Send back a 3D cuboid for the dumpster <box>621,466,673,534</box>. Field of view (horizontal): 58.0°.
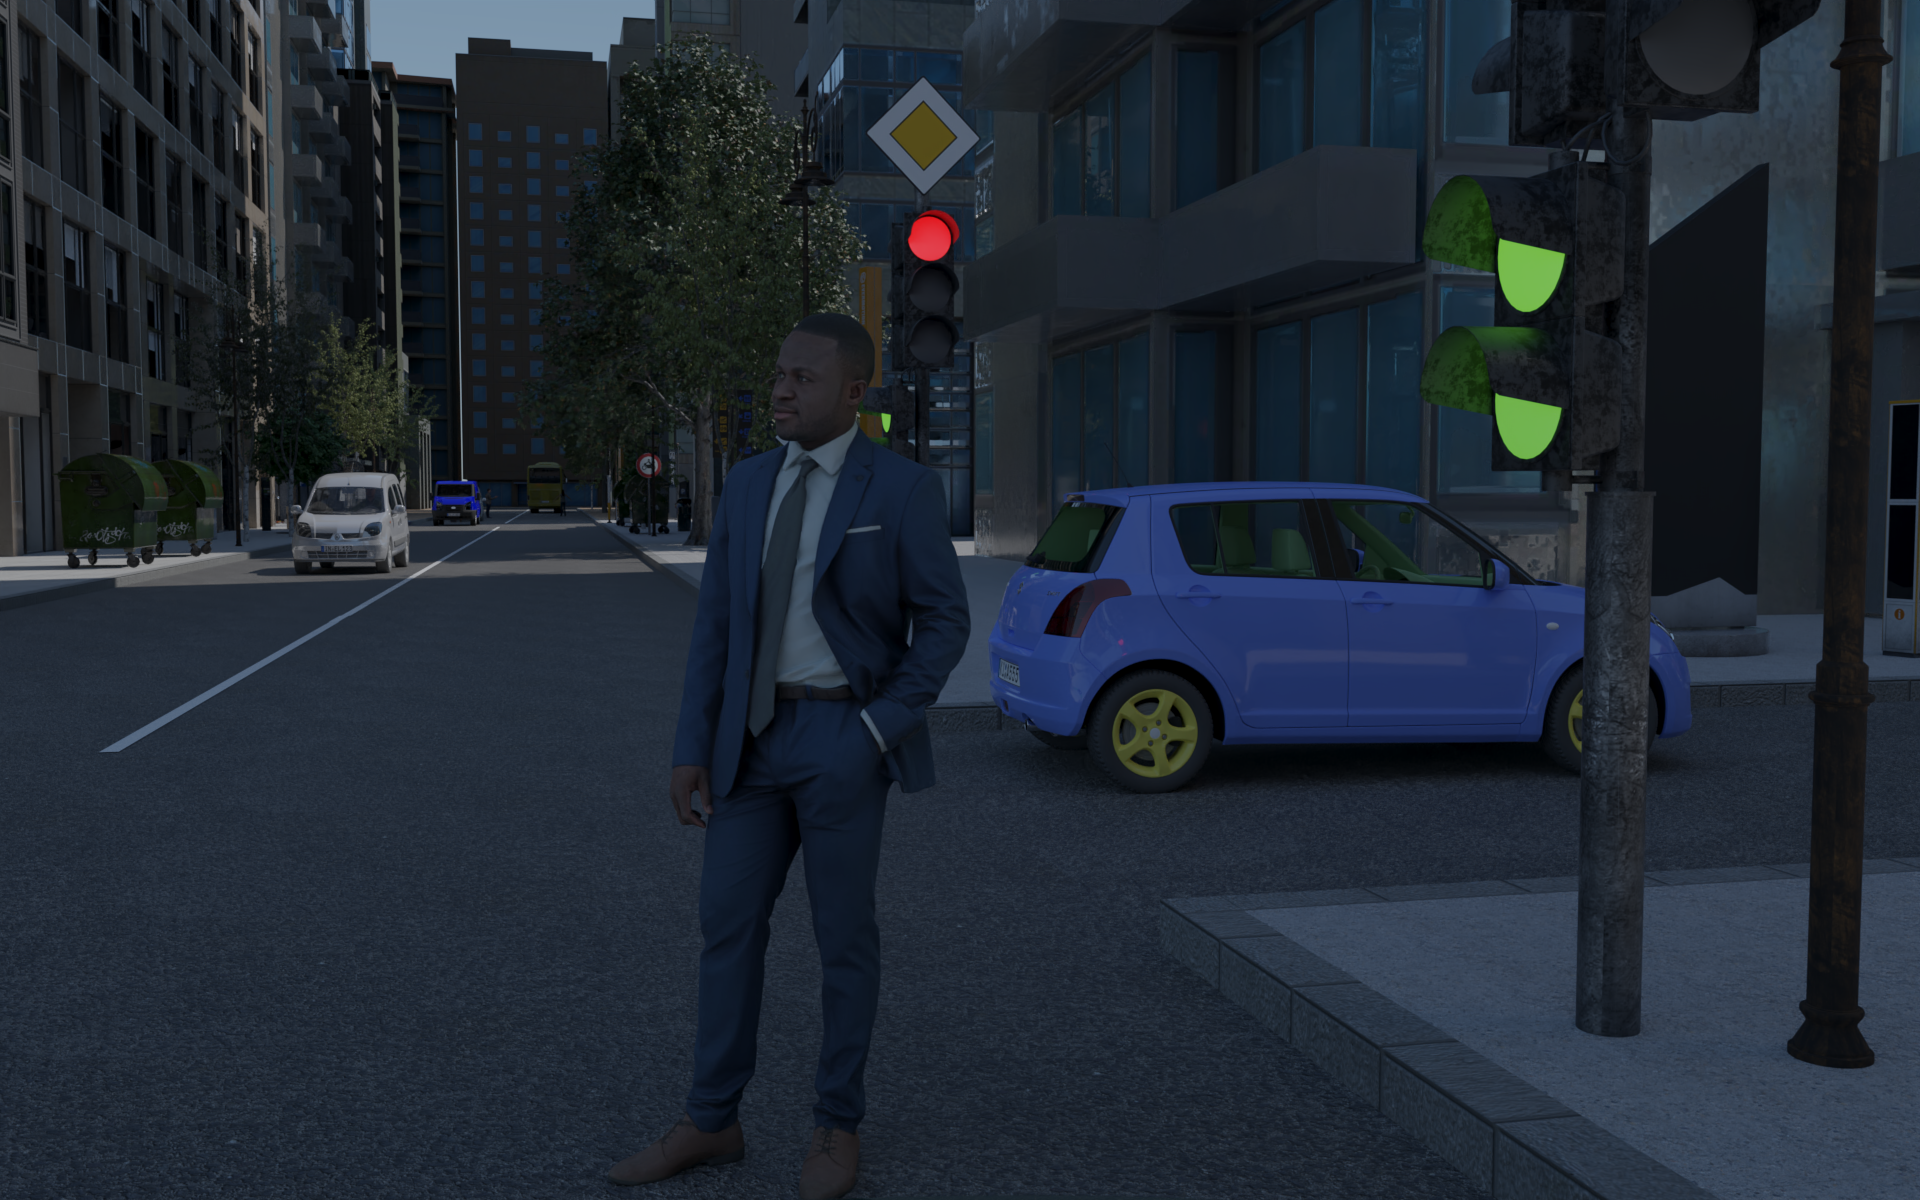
[{"bbox_3d":[-10.087,-3.276,56.057,1.502,2.255,1.985,-1,4,-13],"label":"dumpster"}]

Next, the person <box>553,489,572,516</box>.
[{"bbox_3d":[-25.668,-6.281,111.907,1.217,1.735,0.721,-2,4,-25],"label":"person"}]

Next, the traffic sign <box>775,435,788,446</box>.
[{"bbox_3d":[-2.077,-1.346,23.199,0.795,2.450,0.064,0,4,-6],"label":"traffic sign"}]

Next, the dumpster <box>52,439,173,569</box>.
[{"bbox_3d":[-15.016,-1.721,30.635,1.502,2.255,1.985,-1,4,-13],"label":"dumpster"}]

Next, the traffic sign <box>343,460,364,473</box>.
[{"bbox_3d":[-22.982,-4.012,65.695,0.768,2.556,0.104,-1,4,-10],"label":"traffic sign"}]

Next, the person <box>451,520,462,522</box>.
[{"bbox_3d":[-25.525,-4.841,87.526,0.599,1.838,0.709,2,4,26],"label":"person"}]

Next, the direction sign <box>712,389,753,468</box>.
[{"bbox_3d":[-4.914,-2.780,37.457,0.876,3.537,0.379,-1,4,-21],"label":"direction sign"}]

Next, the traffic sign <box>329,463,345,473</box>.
[{"bbox_3d":[-23.149,-3.851,64.154,0.795,2.450,0.064,-1,4,-13],"label":"traffic sign"}]

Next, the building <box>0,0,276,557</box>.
[{"bbox_3d":[-32.525,-14.947,48.899,19.350,26.468,34.151,-1,4,-13],"label":"building"}]

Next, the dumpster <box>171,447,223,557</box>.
[{"bbox_3d":[-16.260,-2.045,35.928,1.502,2.255,1.985,-1,4,-13],"label":"dumpster"}]

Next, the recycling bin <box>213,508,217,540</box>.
[{"bbox_3d":[-21.304,-2.200,48.524,0.722,1.027,0.722,0,4,-5],"label":"recycling bin"}]

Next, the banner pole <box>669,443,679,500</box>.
[{"bbox_3d":[-14.040,-5.823,85.227,0.863,3.779,0.401,3,4,36],"label":"banner pole"}]

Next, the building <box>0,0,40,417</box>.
[{"bbox_3d":[-22.474,-13.914,20.997,14.314,27.812,24.014,-1,4,-13],"label":"building"}]

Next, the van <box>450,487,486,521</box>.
[{"bbox_3d":[-26.238,-5.207,92.139,2.013,2.044,4.112,-1,4,-14],"label":"van"}]

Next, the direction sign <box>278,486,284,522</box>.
[{"bbox_3d":[-30.815,-5.281,78.347,0.379,3.537,0.876,0,4,-6],"label":"direction sign"}]

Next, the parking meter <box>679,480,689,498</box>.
[{"bbox_3d":[-11.588,-4.101,72.770,0.399,1.863,0.255,1,4,18],"label":"parking meter"}]

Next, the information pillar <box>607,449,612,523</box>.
[{"bbox_3d":[-15.534,-5.219,76.693,0.183,3.616,0.504,0,4,-5],"label":"information pillar"}]

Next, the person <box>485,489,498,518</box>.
[{"bbox_3d":[-27.934,-5.764,103.271,0.750,1.759,0.617,-1,4,-19],"label":"person"}]

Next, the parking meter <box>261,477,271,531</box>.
[{"bbox_3d":[-24.156,-3.338,60.280,0.255,1.863,0.399,-2,4,-32],"label":"parking meter"}]

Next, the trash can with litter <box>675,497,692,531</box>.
[{"bbox_3d":[-9.569,-2.948,59.588,0.624,1.170,1.055,-1,4,-17],"label":"trash can with litter"}]

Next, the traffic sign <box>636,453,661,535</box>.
[{"bbox_3d":[-9.667,-3.287,53.849,0.768,2.556,0.104,-1,4,-11],"label":"traffic sign"}]

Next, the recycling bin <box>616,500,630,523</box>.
[{"bbox_3d":[-14.880,-3.943,77.020,0.722,1.027,0.722,0,4,1],"label":"recycling bin"}]

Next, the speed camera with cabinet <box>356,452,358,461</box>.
[{"bbox_3d":[-26.636,-4.908,74.575,2.038,3.252,0.660,1,4,17],"label":"speed camera with cabinet"}]

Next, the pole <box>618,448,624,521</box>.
[{"bbox_3d":[-13.835,-4.703,70.734,0.158,3.312,0.155,0,3,0],"label":"pole"}]

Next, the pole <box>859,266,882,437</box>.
[{"bbox_3d":[-0.806,-1.335,15.678,0.158,3.312,0.155,0,3,0],"label":"pole"}]

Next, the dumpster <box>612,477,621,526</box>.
[{"bbox_3d":[-13.131,-4.085,69.276,1.502,2.255,1.985,-1,4,-13],"label":"dumpster"}]

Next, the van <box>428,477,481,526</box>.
[{"bbox_3d":[-23.048,-4.583,79.316,2.240,2.365,5.245,-1,4,-13],"label":"van"}]

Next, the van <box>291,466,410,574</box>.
[{"bbox_3d":[-11.391,-1.560,32.514,2.013,2.044,4.112,-1,4,-11],"label":"van"}]

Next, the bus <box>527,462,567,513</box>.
[{"bbox_3d":[-31.724,-8.655,133.057,2.896,3.916,12.252,-1,4,-12],"label":"bus"}]

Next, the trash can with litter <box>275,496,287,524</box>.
[{"bbox_3d":[-29.705,-3.942,75.513,1.678,1.210,2.233,-2,4,-25],"label":"trash can with litter"}]

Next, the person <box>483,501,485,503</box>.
[{"bbox_3d":[-29.678,-5.959,106.028,0.705,1.812,1.348,2,4,32],"label":"person"}]

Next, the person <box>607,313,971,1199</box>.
[{"bbox_3d":[-0.337,0.309,3.629,0.721,1.800,0.419,1,4,17],"label":"person"}]

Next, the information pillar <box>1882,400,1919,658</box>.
[{"bbox_3d":[7.526,-0.560,13.648,0.304,2.012,0.304,-2,4,-24],"label":"information pillar"}]
